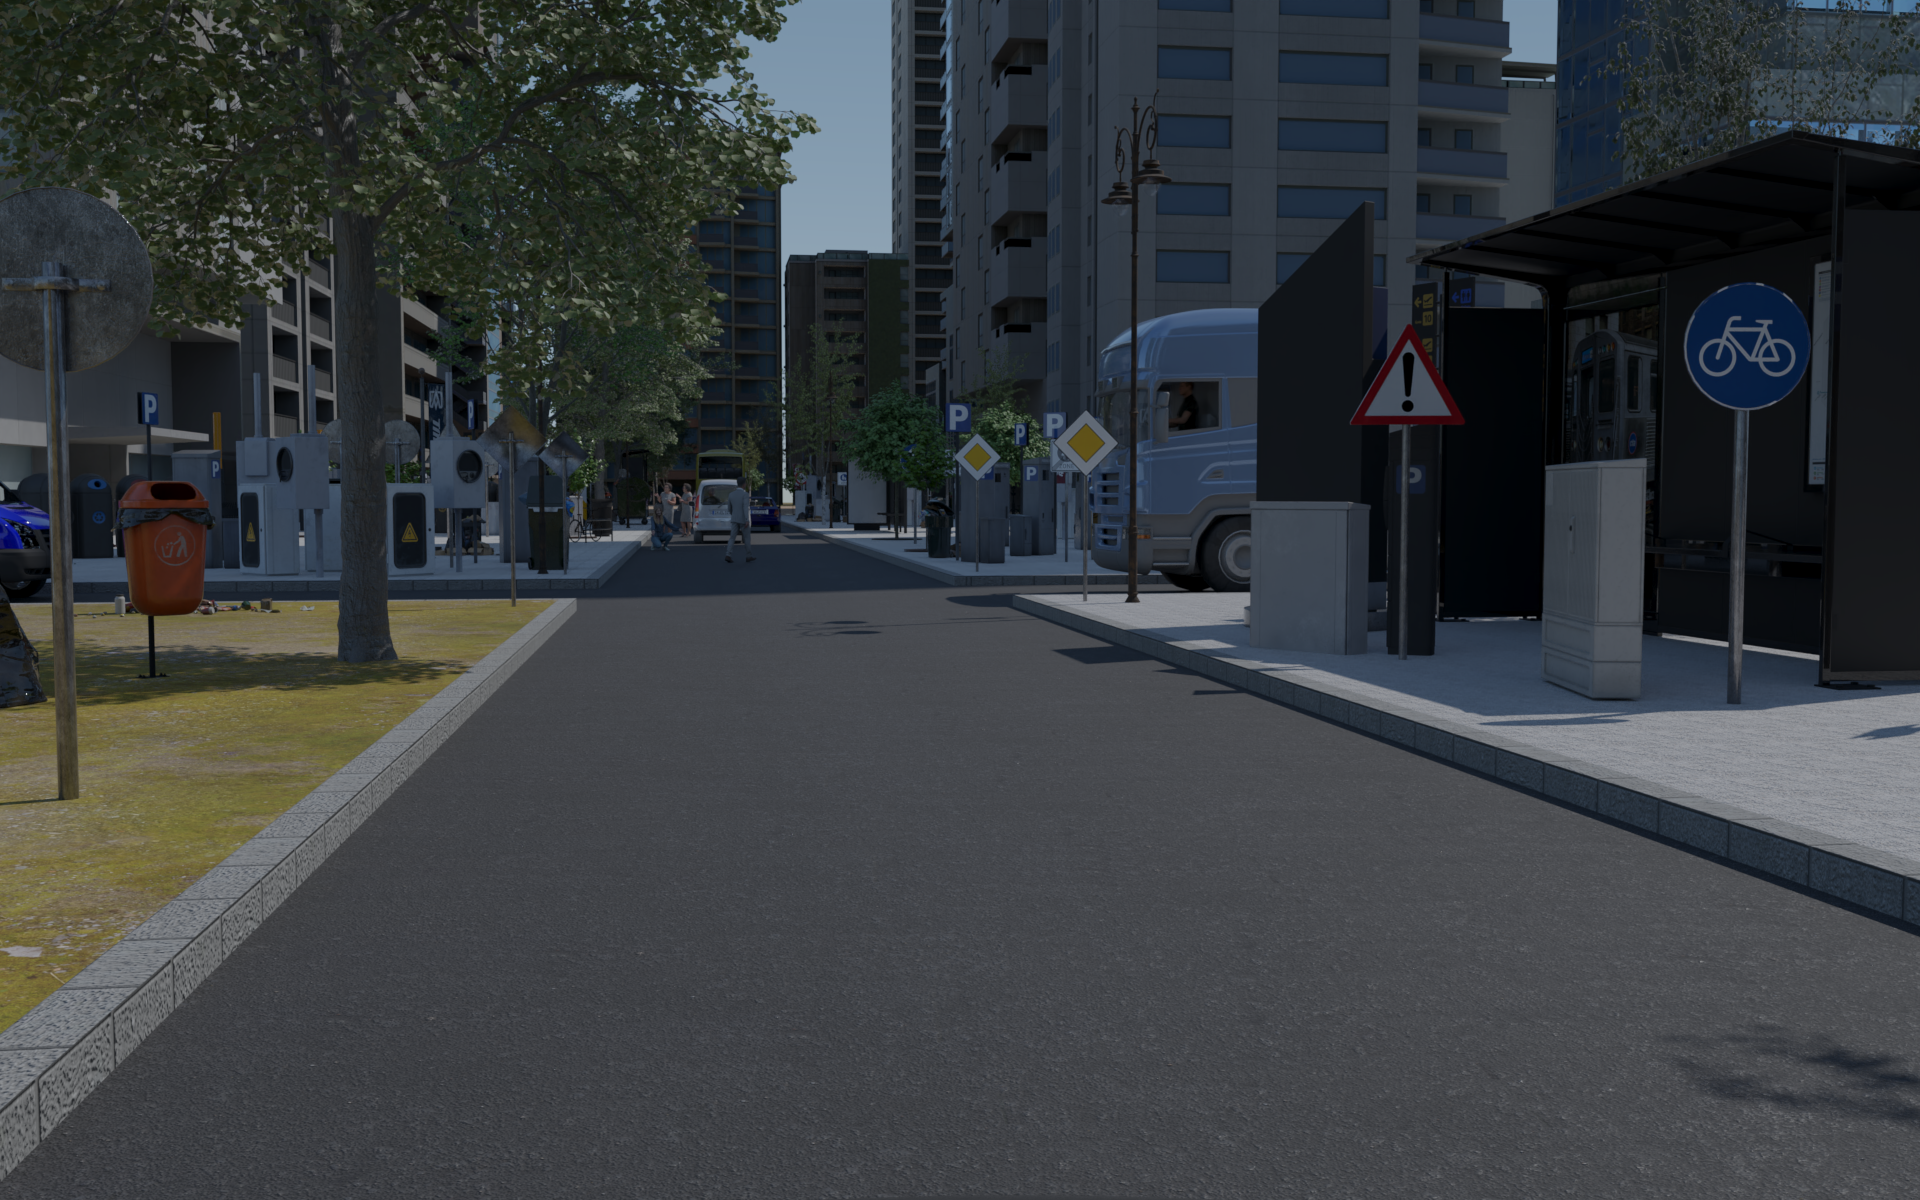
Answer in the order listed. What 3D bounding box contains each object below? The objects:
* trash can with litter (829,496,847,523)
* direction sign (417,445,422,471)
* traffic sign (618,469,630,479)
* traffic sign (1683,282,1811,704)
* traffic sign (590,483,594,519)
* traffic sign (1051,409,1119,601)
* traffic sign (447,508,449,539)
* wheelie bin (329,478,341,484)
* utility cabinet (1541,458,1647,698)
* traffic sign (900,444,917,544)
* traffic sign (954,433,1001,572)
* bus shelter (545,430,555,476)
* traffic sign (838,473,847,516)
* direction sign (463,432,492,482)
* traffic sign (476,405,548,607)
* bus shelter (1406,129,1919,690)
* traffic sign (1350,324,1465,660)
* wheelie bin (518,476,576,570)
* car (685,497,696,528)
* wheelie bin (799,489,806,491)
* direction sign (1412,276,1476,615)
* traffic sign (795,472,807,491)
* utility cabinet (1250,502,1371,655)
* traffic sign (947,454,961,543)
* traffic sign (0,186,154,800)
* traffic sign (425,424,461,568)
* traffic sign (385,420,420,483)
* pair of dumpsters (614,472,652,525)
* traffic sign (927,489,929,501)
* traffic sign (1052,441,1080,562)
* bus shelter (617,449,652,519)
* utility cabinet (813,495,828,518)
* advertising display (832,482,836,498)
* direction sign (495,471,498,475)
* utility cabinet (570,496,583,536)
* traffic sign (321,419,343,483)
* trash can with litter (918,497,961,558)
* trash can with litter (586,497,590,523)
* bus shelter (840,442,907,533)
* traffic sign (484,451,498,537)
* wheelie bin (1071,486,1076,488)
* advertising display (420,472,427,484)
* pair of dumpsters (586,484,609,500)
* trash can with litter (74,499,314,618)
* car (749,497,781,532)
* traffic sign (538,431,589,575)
[{"bbox_3d":[-5.385,-4.086,78.195,1.055,1.170,0.624,1,4,15],"label":"trash can with litter"},{"bbox_3d":[-25.075,-5.411,80.461,0.379,3.537,0.876,-2,4,-30],"label":"direction sign"},{"bbox_3d":[-16.999,-5.331,87.273,0.768,2.556,0.104,0,4,-6],"label":"traffic sign"},{"bbox_3d":[4.737,-0.637,10.522,0.768,2.556,0.104,0,4,-1],"label":"traffic sign"},{"bbox_3d":[-15.712,-4.378,73.708,0.606,2.300,0.079,0,4,-6],"label":"traffic sign"},{"bbox_3d":[1.493,-1.040,20.644,0.795,2.450,0.064,-1,4,-9],"label":"traffic sign"},{"bbox_3d":[-13.897,-2.870,47.027,0.768,2.556,0.104,0,4,-1],"label":"traffic sign"},{"bbox_3d":[-12.463,-1.650,34.884,0.980,1.594,0.693,-3,4,-38],"label":"wheelie bin"},{"bbox_3d":[4.085,-0.157,11.245,0.318,1.500,1.173,0,4,4],"label":"utility cabinet"},{"bbox_3d":[-1.148,-2.709,44.405,0.768,2.556,0.104,0,4,-1],"label":"traffic sign"},{"bbox_3d":[0.281,-1.523,28.537,0.795,2.450,0.064,-1,4,-9],"label":"traffic sign"},{"bbox_3d":[-16.252,-4.557,65.788,1.731,3.624,6.357,-1,4,-9],"label":"bus shelter"},{"bbox_3d":[-5.468,-4.868,81.727,0.606,2.300,0.079,0,4,-2],"label":"traffic sign"},{"bbox_3d":[-17.754,-4.378,63.585,0.876,3.537,0.379,-1,4,-16],"label":"direction sign"},{"bbox_3d":[-5.078,-0.980,19.659,0.795,2.450,0.064,-1,4,-9],"label":"traffic sign"},{"bbox_3d":[5.748,-1.415,14.414,1.731,3.624,6.357,-1,4,-9],"label":"bus shelter"},{"bbox_3d":[3.427,-0.815,13.334,0.884,2.594,0.081,0,4,-1],"label":"traffic sign"},{"bbox_3d":[-7.003,-1.316,29.424,0.980,1.594,0.693,0,4,-2],"label":"wheelie bin"},{"bbox_3d":[-10.979,-3.785,74.468,1.945,1.354,3.894,-1,4,-10],"label":"car"},{"bbox_3d":[-8.900,-5.611,99.654,0.980,1.594,0.693,1,4,15],"label":"wheelie bin"},{"bbox_3d":[5.129,-1.620,18.488,0.379,3.537,0.876,-2,4,-30],"label":"direction sign"},{"bbox_3d":[-8.760,-5.855,95.827,0.768,2.556,0.104,-1,4,-8],"label":"traffic sign"},{"bbox_3d":[2.860,-0.186,14.208,0.306,1.237,1.020,-3,5,-40],"label":"utility cabinet"},{"bbox_3d":[-0.087,-2.331,40.241,0.606,2.300,0.079,0,4,-6],"label":"traffic sign"},{"bbox_3d":[-3.753,-0.435,7.213,0.768,2.556,0.104,0,4,-8],"label":"traffic sign"},{"bbox_3d":[-8.842,-1.838,30.060,0.884,2.594,0.081,0,4,1],"label":"traffic sign"},{"bbox_3d":[-9.646,-1.811,29.720,0.768,2.556,0.104,0,4,-3],"label":"traffic sign"},{"bbox_3d":[-13.853,-4.335,73.375,1.574,2.255,4.437,-1,4,-9],"label":"pair of dumpsters"},{"bbox_3d":[-1.159,-3.680,62.291,0.606,2.300,0.079,0,4,-3],"label":"traffic sign"},{"bbox_3d":[2.004,-1.862,32.578,0.606,2.300,0.079,0,4,0],"label":"traffic sign"},{"bbox_3d":[-17.006,-6.097,90.975,1.731,3.624,6.357,-1,4,-9],"label":"bus shelter"},{"bbox_3d":[-7.706,-5.087,94.338,1.020,1.237,0.306,1,4,12],"label":"utility cabinet"},{"bbox_3d":[-6.664,-5.295,91.793,0.123,1.923,0.974,0,3,0],"label":"advertising display"},{"bbox_3d":[-19.464,-4.889,71.937,0.876,3.537,0.379,-1,4,-16],"label":"direction sign"},{"bbox_3d":[-12.096,-2.567,53.140,1.020,1.237,0.306,-3,4,-38],"label":"utility cabinet"},{"bbox_3d":[-10.409,-1.781,29.228,0.768,2.556,0.104,0,4,-3],"label":"traffic sign"},{"bbox_3d":[-0.307,-1.443,34.983,0.624,1.170,1.055,3,4,38],"label":"trash can with litter"},{"bbox_3d":[-16.408,-3.931,75.662,0.624,1.170,1.055,0,4,5],"label":"trash can with litter"},{"bbox_3d":[-2.844,-3.956,58.610,2.014,3.302,5.546,-1,4,-9],"label":"bus shelter"},{"bbox_3d":[-14.115,-3.153,51.651,0.768,2.556,0.104,0,4,1],"label":"traffic sign"},{"bbox_3d":[4.629,-3.828,70.491,0.980,1.594,0.693,2,4,25],"label":"wheelie bin"},{"bbox_3d":[-15.617,-2.768,50.471,0.123,1.923,0.974,-1,4,-12],"label":"advertising display"},{"bbox_3d":[-20.402,-5.751,96.524,1.574,2.255,4.437,-1,4,-9],"label":"pair of dumpsters"},{"bbox_3d":[-8.216,-0.470,18.745,2.233,1.210,1.678,0,4,-6],"label":"trash can with litter"},{"bbox_3d":[-7.762,-3.261,65.903,1.945,1.354,3.894,-1,4,-10],"label":"car"},{"bbox_3d":[-6.290,-1.462,27.552,0.795,2.450,0.064,-1,4,-9],"label":"traffic sign"}]
